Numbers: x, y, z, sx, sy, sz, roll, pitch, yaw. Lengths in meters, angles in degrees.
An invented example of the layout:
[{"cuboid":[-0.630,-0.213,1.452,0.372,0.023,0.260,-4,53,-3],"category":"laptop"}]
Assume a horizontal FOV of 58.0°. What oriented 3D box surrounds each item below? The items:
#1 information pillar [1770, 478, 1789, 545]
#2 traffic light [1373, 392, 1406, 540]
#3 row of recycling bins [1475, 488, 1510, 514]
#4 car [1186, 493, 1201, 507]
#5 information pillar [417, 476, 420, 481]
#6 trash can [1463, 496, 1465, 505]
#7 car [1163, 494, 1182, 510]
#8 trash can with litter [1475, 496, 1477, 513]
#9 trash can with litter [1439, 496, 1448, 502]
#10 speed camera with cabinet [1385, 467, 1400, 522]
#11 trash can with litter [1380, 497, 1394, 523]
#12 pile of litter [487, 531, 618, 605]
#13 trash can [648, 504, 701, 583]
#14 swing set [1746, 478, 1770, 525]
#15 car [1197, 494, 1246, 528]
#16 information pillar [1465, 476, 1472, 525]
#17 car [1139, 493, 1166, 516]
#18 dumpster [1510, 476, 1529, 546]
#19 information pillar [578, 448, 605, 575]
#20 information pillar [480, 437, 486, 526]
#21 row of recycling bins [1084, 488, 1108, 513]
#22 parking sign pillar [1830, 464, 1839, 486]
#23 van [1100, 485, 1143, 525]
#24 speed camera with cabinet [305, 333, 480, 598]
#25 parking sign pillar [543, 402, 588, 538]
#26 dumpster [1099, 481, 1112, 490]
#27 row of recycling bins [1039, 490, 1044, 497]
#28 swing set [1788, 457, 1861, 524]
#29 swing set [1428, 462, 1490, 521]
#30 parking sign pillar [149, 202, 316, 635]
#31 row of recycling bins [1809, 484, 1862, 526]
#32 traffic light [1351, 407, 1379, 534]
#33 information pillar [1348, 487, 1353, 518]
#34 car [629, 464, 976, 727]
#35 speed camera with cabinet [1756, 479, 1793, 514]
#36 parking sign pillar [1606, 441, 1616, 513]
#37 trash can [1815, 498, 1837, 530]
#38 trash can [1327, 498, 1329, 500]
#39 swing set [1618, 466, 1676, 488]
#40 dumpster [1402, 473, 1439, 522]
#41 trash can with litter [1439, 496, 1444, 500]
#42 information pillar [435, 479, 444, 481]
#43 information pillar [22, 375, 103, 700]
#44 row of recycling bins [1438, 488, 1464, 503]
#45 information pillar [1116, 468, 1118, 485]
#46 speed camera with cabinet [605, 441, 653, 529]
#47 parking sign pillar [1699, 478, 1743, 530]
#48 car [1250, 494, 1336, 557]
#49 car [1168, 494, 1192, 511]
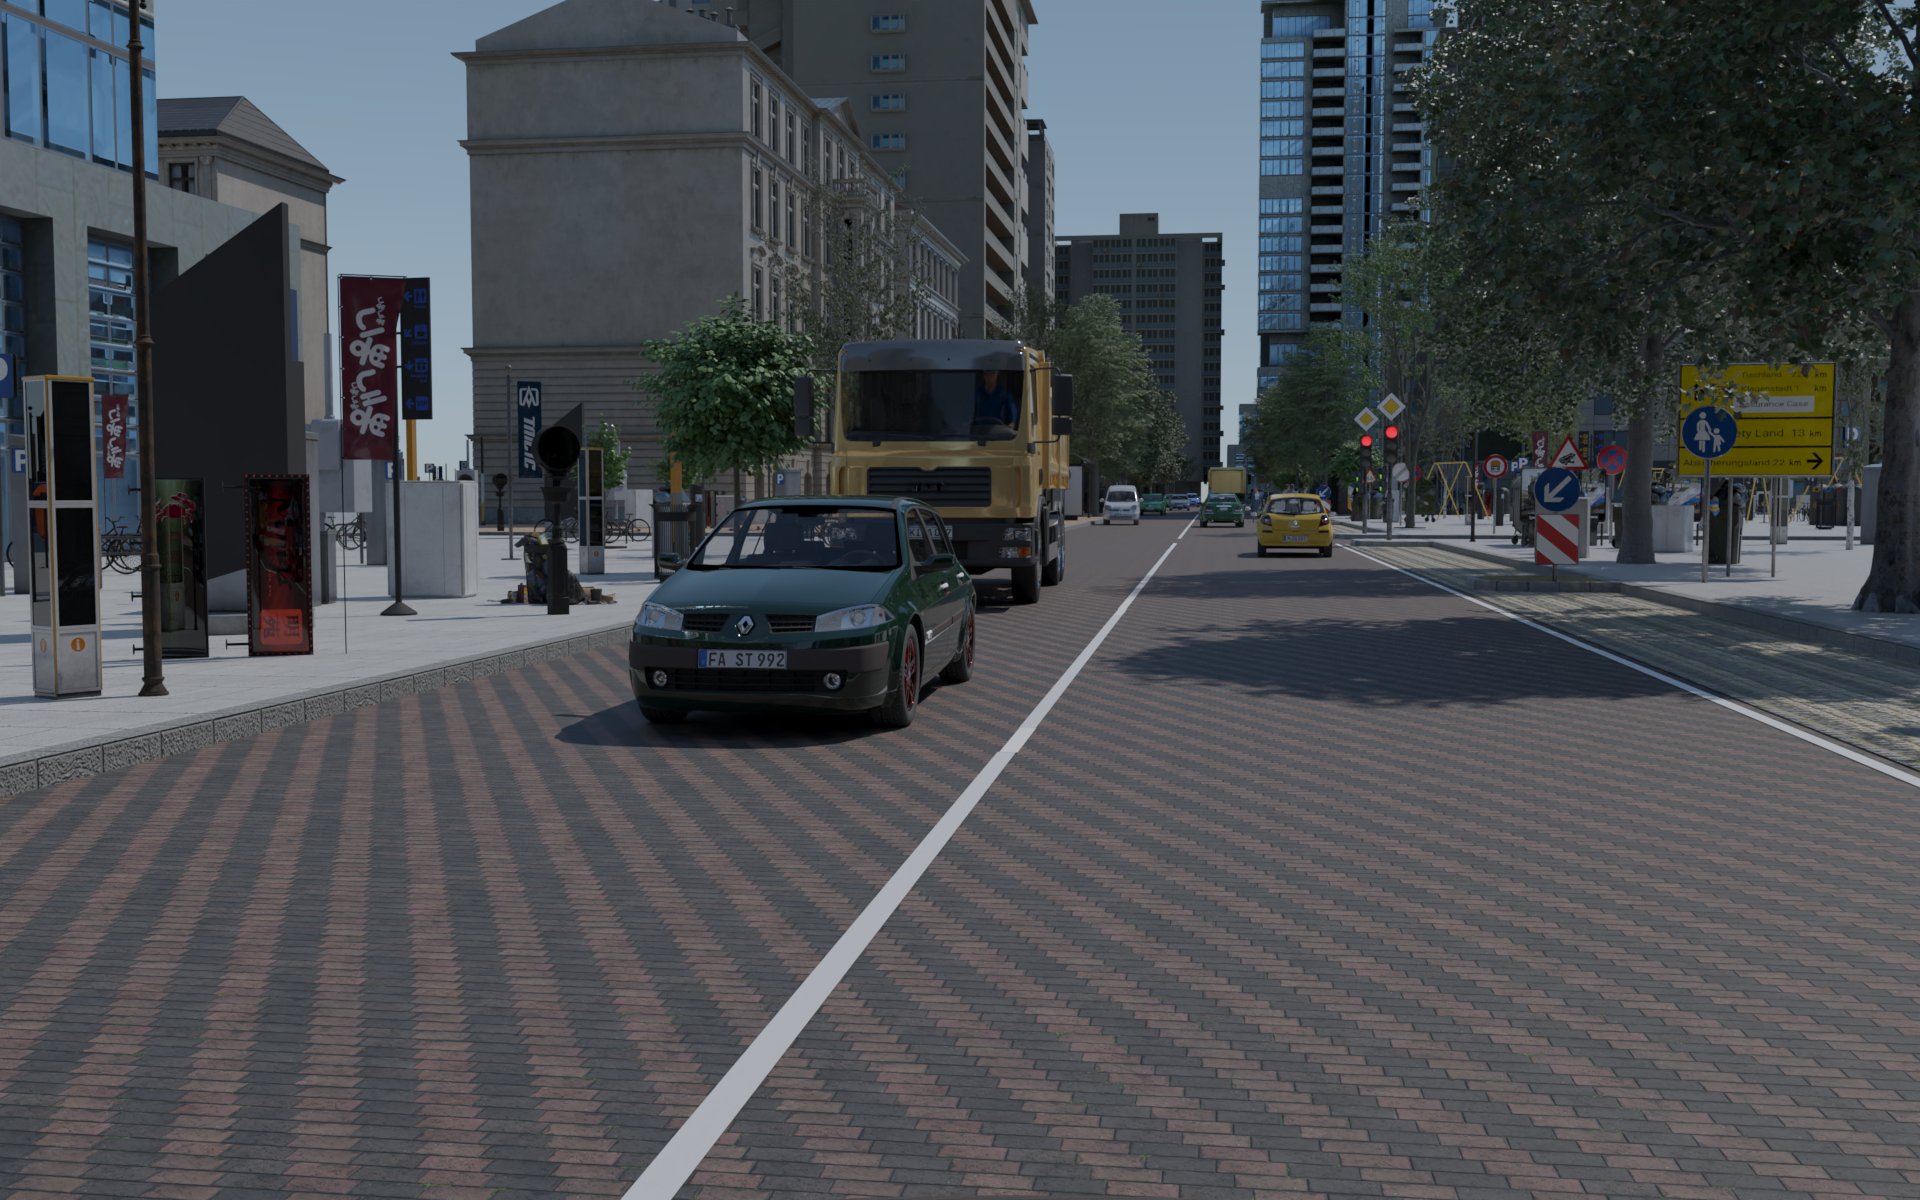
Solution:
[{"cuboid":[20.851,-2.420,44.060,0.304,2.012,0.304,-2,4,-25],"category":"information pillar"},{"cuboid":[11.897,-3.612,47.975,0.839,4.253,0.868,1,4,8],"category":"traffic light"},{"cuboid":[34.598,-6.410,111.917,1.069,1.692,3.534,0,4,-4],"category":"row of recycling bins"},{"cuboid":[25.269,-10.967,188.897,1.945,1.707,3.694,0,4,7],"category":"car"},{"cuboid":[-22.564,-4.122,71.882,0.304,2.012,0.304,-1,4,-10],"category":"information pillar"},{"cuboid":[33.436,-6.249,113.828,0.748,1.137,0.748,0,3,0],"category":"trash can"},{"cuboid":[19.174,-8.877,156.937,2.131,1.459,4.920,1,4,9],"category":"car"},{"cuboid":[35.473,-6.533,117.871,2.233,1.210,1.678,0,4,1],"category":"trash can with litter"},{"cuboid":[30.751,-6.100,111.120,1.055,1.170,0.624,1,4,21],"category":"trash can with litter"},{"cuboid":[19.859,-5.214,79.577,0.660,3.252,2.038,1,4,11],"category":"speed camera with cabinet"},{"cuboid":[19.041,-4.029,77.254,0.624,1.170,1.055,1,4,14],"category":"trash can with litter"},{"cuboid":[-4.825,-0.402,20.531,1.719,0.858,1.176,3,5,41],"category":"pile of litter"},{"cuboid":[-4.136,-0.824,25.129,0.748,1.137,0.748,0,3,0],"category":"trash can"},{"cuboid":[32.607,-4.645,73.565,3.119,2.851,2.862,0,4,6],"category":"swing set"},{"cuboid":[11.437,-3.908,75.693,2.131,1.459,4.920,0,4,6],"category":"car"},{"cuboid":[20.900,-4.069,71.024,0.304,2.012,0.304,0,4,1],"category":"information pillar"},{"cuboid":[12.918,-6.593,116.590,1.959,1.807,4.718,1,4,9],"category":"car"},{"cuboid":[14.537,-2.296,43.296,1.264,1.857,1.865,1,4,8],"category":"dumpster"},{"cuboid":[-5.859,-1.409,27.522,0.304,2.012,0.304,-3,5,-40],"category":"information pillar"},{"cuboid":[-19.502,-4.858,70.775,0.183,3.616,0.504,-1,4,-10],"category":"information pillar"},{"cuboid":[8.311,-6.684,116.404,3.534,1.692,1.069,-1,4,-11],"category":"row of recycling bins"},{"cuboid":[55.713,-7.458,110.413,1.447,3.967,1.447,2,4,30],"category":"parking sign pillar"},{"cuboid":[7.566,-4.526,81.017,2.013,2.044,4.112,0,4,7],"category":"van"},{"cuboid":[-7.080,-1.664,21.538,2.038,3.252,0.660,0,4,4],"category":"speed camera with cabinet"},{"cuboid":[-11.605,-3.832,51.125,1.447,3.967,1.447,1,4,18],"category":"parking sign pillar"},{"cuboid":[10.357,-7.403,123.527,1.502,2.255,1.985,1,4,8],"category":"dumpster"},{"cuboid":[4.163,-5.149,91.307,1.069,1.692,3.534,1,4,22],"category":"row of recycling bins"},{"cuboid":[37.493,-4.684,74.198,2.862,2.851,3.119,1,4,10],"category":"swing set"},{"cuboid":[24.067,-5.368,85.395,2.862,2.851,3.119,-1,4,-13],"category":"swing set"},{"cuboid":[-6.877,-1.702,16.293,1.447,3.967,1.447,0,4,3],"category":"parking sign pillar"},{"cuboid":[35.879,-3.879,70.530,1.069,1.692,3.534,0,4,-5],"category":"row of recycling bins"},{"cuboid":[13.060,-4.095,55.875,0.839,4.253,0.868,1,4,8],"category":"traffic light"},{"cuboid":[21.360,-6.295,94.273,0.504,3.616,0.183,-1,4,-18],"category":"information pillar"},{"cuboid":[-0.952,-0.135,12.001,2.009,1.686,4.222,1,4,8],"category":"car"},{"cuboid":[51.470,-7.039,109.418,0.660,3.252,2.038,-3,5,-44],"category":"speed camera with cabinet"},{"cuboid":[32.735,-6.064,87.617,1.447,3.967,1.447,2,4,35],"category":"parking sign pillar"},{"cuboid":[31.277,-3.116,62.594,0.748,1.137,0.748,0,3,0],"category":"trash can"},{"cuboid":[26.370,-6.948,125.252,0.748,1.137,0.748,0,3,0],"category":"trash can"},{"cuboid":[41.548,-6.589,105.349,3.119,2.851,2.862,-1,4,-19],"category":"swing set"},{"cuboid":[20.968,-4.680,79.005,1.502,2.255,1.985,1,4,8],"category":"dumpster"},{"cuboid":[32.682,-6.558,118.279,1.678,1.210,2.233,-3,4,-38],"category":"trash can with litter"},{"cuboid":[-24.952,-4.807,83.083,0.304,2.012,0.304,-3,5,-41],"category":"information pillar"},{"cuboid":[-5.653,-0.393,10.916,0.304,2.012,0.304,3,4,36],"category":"information pillar"},{"cuboid":[35.491,-7.022,121.917,3.534,1.692,1.069,1,4,12],"category":"row of recycling bins"},{"cuboid":[10.962,-7.923,120.892,0.183,3.616,0.504,0,4,4],"category":"information pillar"},{"cuboid":[-12.455,-4.325,65.046,0.660,3.252,2.038,2,4,33],"category":"speed camera with cabinet"},{"cuboid":[26.977,-4.455,61.308,1.447,3.967,1.447,0,4,4],"category":"parking sign pillar"},{"cuboid":[7.852,-1.868,40.760,2.015,1.641,3.980,1,4,10],"category":"car"},{"cuboid":[18.802,-8.335,148.274,2.014,1.417,4.499,0,4,7],"category":"car"}]
